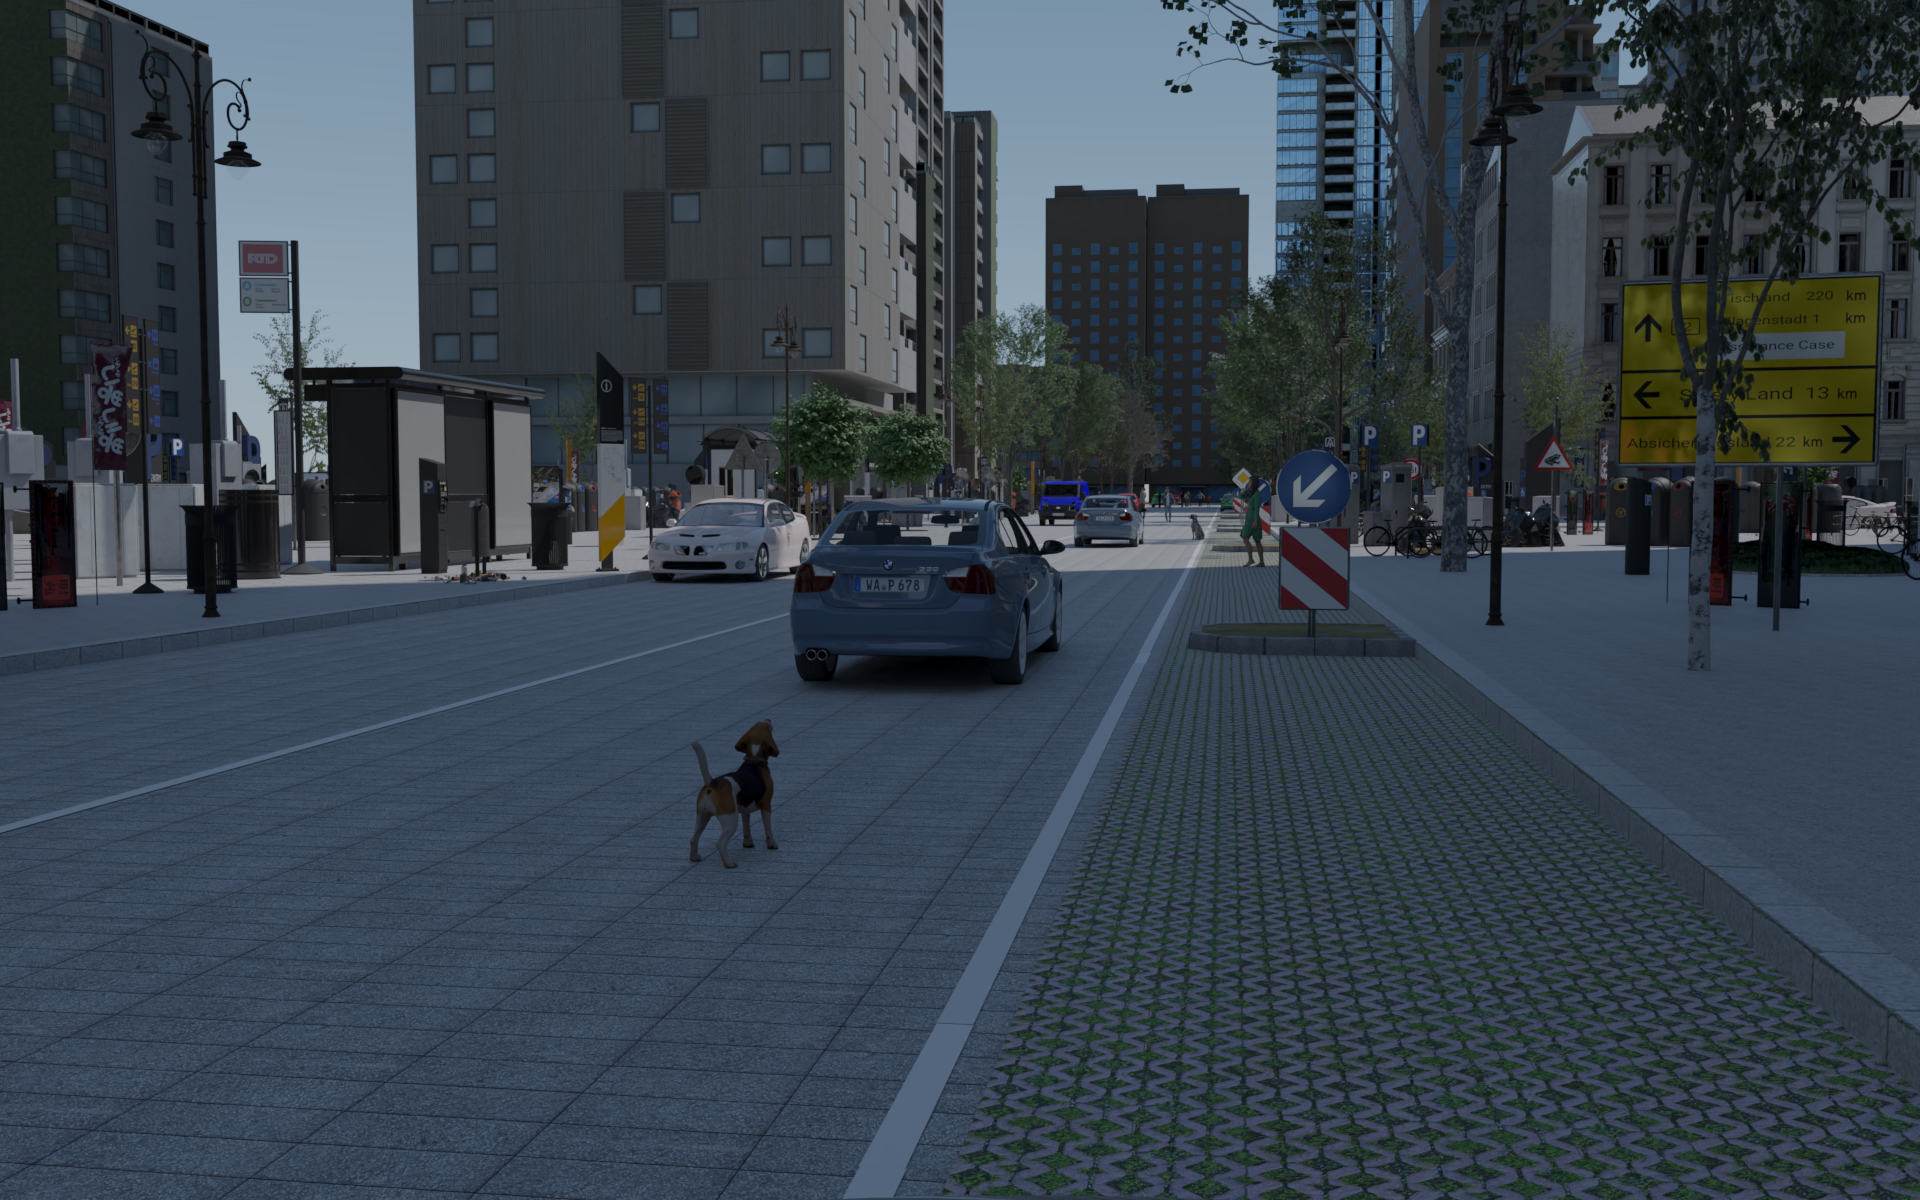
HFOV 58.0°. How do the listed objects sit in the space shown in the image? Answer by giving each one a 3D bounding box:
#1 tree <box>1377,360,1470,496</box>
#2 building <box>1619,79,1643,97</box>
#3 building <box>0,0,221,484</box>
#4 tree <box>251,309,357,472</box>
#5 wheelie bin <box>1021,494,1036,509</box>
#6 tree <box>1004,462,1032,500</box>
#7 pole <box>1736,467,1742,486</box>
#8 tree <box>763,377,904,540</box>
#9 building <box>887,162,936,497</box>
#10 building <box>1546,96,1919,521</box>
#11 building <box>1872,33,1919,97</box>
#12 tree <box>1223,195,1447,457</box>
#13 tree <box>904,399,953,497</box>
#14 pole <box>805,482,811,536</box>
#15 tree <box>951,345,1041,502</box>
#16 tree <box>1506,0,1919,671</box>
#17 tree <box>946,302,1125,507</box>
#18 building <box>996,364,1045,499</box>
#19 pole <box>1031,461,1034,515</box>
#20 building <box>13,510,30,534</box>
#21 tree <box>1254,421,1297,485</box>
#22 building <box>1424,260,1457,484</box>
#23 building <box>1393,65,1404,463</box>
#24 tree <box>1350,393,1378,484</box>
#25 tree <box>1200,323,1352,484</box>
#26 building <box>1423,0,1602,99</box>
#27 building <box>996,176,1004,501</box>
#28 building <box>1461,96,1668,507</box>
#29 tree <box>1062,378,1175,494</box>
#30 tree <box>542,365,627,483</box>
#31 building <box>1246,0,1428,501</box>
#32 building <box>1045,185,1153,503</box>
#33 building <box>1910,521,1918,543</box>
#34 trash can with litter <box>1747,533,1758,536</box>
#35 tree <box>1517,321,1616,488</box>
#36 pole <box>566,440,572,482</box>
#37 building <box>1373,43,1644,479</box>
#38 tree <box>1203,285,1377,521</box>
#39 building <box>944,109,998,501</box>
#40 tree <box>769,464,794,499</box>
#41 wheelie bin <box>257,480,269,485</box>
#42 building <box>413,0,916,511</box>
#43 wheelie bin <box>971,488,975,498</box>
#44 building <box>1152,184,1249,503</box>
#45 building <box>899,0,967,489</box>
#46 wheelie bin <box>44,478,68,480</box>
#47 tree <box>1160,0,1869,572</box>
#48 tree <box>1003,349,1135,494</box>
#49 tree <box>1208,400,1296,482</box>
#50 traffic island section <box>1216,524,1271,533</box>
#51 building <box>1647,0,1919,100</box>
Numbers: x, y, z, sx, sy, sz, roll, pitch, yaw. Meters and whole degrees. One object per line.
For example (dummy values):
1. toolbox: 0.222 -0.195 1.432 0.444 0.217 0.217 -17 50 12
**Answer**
1. tree: 24.923 -8.733 93.150 4.737 8.622 4.395 0 3 0
2. building: 87.930 -43.079 246.338 28.212 58.520 21.231 1 4 9
3. building: -54.420 -20.267 103.073 14.107 30.474 14.160 1 4 9
4. tree: -25.637 -7.203 68.131 4.737 8.622 4.395 0 3 0
5. wheelie bin: 5.134 -7.620 132.494 0.980 1.594 0.693 -1 4 -17
6. tree: 3.435 -6.547 101.637 1.663 3.219 1.824 0 3 0
7. pole: 34.374 -5.052 76.449 0.158 3.312 0.155 0 3 0
8. tree: -3.841 -3.974 48.689 4.285 4.588 4.351 0 3 0
9. building: -10.120 -22.863 145.507 14.160 30.474 14.107 1 4 9
10. building: 39.798 -14.574 87.438 18.267 20.994 9.793 1 4 9
11. building: 66.465 -17.355 88.262 34.151 26.468 19.350 1 4 9
12. tree: 11.749 -7.343 54.473 7.601 10.594 8.767 1 4 19
13. tree: -1.892 -4.670 60.063 4.285 4.588 4.351 0 3 0
14. pole: -4.626 -3.598 52.678 0.158 3.312 0.155 0 3 0
15. tree: 1.810 -8.219 84.735 4.737 8.622 4.395 0 3 0
16. tree: 5.619 -3.790 12.326 4.360 8.622 3.978 0 3 0
17. tree: 2.822 -10.229 93.006 9.928 11.665 9.643 0 3 0
18. building: -0.224 -25.657 264.537 28.899 21.520 27.650 1 4 9
19. pole: 4.536 -6.994 108.199 0.158 3.312 0.155 0 3 0
20. building: -39.229 -21.422 42.132 23.993 40.220 32.217 1 4 9
21. tree: 23.274 -10.940 129.230 4.737 8.622 4.395 0 3 0
22. building: 42.928 -18.215 133.976 11.583 22.565 21.152 1 4 9
23. building: 49.947 -31.657 167.698 14.600 45.320 14.200 1 4 9
24. tree: 29.748 -10.440 121.052 4.737 8.622 4.395 0 3 0
25. tree: 20.931 -12.656 113.573 9.857 13.997 8.962 0 3 0
26. building: 47.645 -30.801 153.711 14.600 45.320 14.200 1 4 9
27. building: -9.140 -33.574 203.555 28.867 44.769 22.147 1 4 9
28. building: 40.185 -18.077 113.585 12.078 24.808 19.932 1 4 9
29. tree: 15.839 -16.495 180.060 12.009 13.543 11.850 0 3 0
30. tree: -20.723 -8.915 96.126 4.737 8.622 4.395 0 3 0
31. building: 57.401 -57.349 250.331 31.000 86.520 22.319 1 4 9
32. building: 20.219 -36.891 253.281 14.200 45.320 14.600 1 4 9
33. building: 33.213 -29.985 32.261 21.231 58.520 28.212 1 4 9
34. trash can with litter: 24.765 -2.553 52.795 1.678 1.210 2.233 2 4 34
35. tree: 25.221 -7.493 72.865 4.737 8.622 4.395 0 3 0
36. pole: -14.680 -4.357 65.073 0.158 3.312 0.155 0 3 0
37. building: 58.196 -34.821 188.927 23.786 49.044 30.456 1 4 9
38. tree: 17.889 -10.140 91.547 9.928 11.665 9.643 0 3 0
39. building: -3.949 -30.384 180.370 14.154 41.232 14.086 1 4 9
40. tree: -9.794 -6.515 101.128 1.663 3.219 1.824 0 3 0
41. wheelie bin: -15.538 -1.877 38.596 0.693 1.594 0.980 -3 4 -36
42. building: -18.050 -32.229 116.177 28.713 52.752 27.495 1 4 9
43. wheelie bin: 0.331 -5.088 91.096 0.980 1.594 0.693 -3 4 -38
44. building: 34.642 -36.830 252.274 14.200 45.320 14.600 1 4 9
45. building: -10.125 -44.272 162.091 20.563 71.187 20.611 1 4 9
46. wheelie bin: -17.643 -1.582 33.767 0.980 1.594 0.693 -2 4 -25
47. tree: 8.332 -10.621 29.535 12.611 20.169 13.585 0 3 0
48. tree: 6.434 -10.898 112.596 8.767 10.594 7.601 2 4 24
49. tree: 29.188 -15.315 167.412 9.611 12.733 9.660 0 3 0
50. traffic island section: 10.731 -2.648 65.569 2.009 0.180 2.903 1 4 9
51. building: 91.399 -39.525 188.238 28.212 58.520 21.231 1 4 9
